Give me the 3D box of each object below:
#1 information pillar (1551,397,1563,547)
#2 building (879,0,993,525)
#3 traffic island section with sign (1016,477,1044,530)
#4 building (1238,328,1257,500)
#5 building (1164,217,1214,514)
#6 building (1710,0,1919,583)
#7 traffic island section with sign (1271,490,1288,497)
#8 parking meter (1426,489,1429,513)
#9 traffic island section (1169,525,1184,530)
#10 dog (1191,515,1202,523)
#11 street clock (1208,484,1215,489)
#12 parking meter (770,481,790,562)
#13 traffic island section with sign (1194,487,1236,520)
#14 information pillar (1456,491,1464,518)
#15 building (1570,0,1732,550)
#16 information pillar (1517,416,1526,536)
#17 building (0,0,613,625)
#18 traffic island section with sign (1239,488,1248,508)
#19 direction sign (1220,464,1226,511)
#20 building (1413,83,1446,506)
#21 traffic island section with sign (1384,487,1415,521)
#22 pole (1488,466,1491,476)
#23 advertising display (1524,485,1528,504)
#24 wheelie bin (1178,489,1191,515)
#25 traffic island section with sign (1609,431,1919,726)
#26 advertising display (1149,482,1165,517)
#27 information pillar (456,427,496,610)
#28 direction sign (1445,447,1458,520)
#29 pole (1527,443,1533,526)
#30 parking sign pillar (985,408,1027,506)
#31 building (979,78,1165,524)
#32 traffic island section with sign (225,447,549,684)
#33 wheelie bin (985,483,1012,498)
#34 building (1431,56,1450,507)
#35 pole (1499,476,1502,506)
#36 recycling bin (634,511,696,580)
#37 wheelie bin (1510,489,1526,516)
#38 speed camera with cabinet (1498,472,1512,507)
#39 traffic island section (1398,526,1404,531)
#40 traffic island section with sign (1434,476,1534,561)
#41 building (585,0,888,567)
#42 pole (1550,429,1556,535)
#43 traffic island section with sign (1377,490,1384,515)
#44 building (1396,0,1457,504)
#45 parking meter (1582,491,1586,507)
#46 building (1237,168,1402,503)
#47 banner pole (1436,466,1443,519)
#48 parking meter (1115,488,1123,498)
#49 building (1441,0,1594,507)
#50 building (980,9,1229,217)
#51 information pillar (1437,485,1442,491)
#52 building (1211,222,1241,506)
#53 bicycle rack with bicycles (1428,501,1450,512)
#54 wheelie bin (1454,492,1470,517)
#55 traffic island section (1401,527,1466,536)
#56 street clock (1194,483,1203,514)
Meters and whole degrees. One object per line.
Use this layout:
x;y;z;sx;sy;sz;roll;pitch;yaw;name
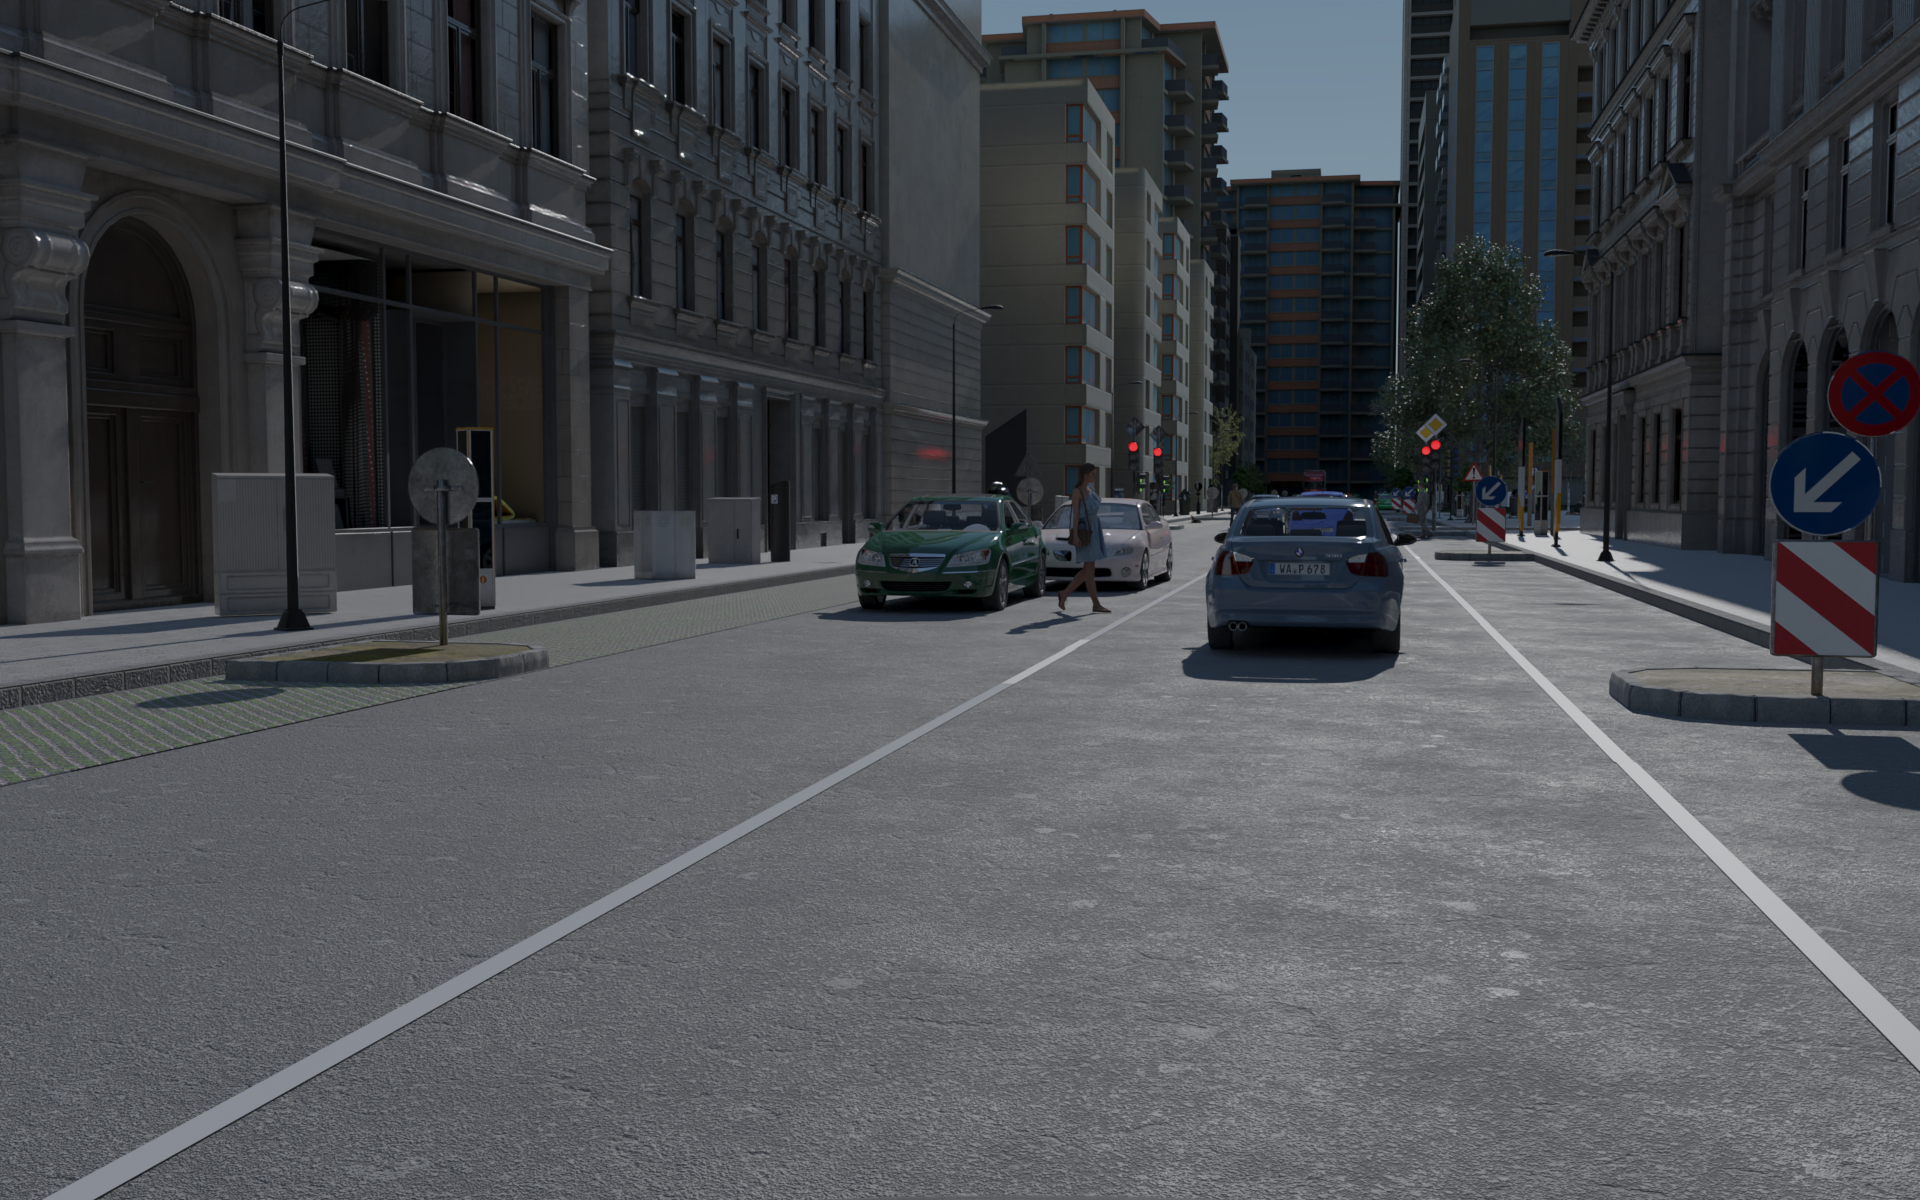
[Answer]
14.425;-3.084;41.773;0.183;3.616;0.504;1;4;10;information pillar
-16.868;-14.572;57.344;34.723;24.649;14.460;1;4;13;building
1.605;-1.959;40.651;1.989;1.847;2.006;1;4;13;traffic island section with sign
19.865;-22.095;206.300;28.899;21.520;27.650;1;4;13;building
3.234;-17.138;125.252;27.650;21.520;28.899;1;4;13;building
19.716;-11.184;24.663;13.314;21.916;24.055;1;4;13;building
30.880;-9.854;169.732;1.989;1.847;2.006;1;4;13;traffic island section with sign
32.414;-7.029;120.627;0.399;1.863;0.255;2;4;33;parking meter
8.038;-2.952;70.543;2.009;0.180;2.903;1;4;13;traffic island section
11.486;-3.925;84.374;0.550;0.427;0.748;-2;4;-33;dog
18.992;-7.721;130.815;0.471;2.002;0.358;0;3;0;street clock
-3.407;-1.494;32.831;0.372;1.533;0.369;0;3;0;parking meter
13.836;-5.257;94.583;1.989;1.847;2.006;1;4;13;traffic island section with sign
27.200;-5.485;94.167;0.304;2.012;0.304;2;4;31;information pillar
23.058;-11.140;46.765;10.561;19.102;19.286;1;4;13;building
17.032;-3.741;52.520;0.183;3.616;0.504;0;4;5;information pillar
-14.855;-9.766;10.579;10.553;20.767;40.483;1;4;13;building
19.830;-6.876;121.043;1.989;1.847;2.006;1;4;13;traffic island section with sign
19.791;-8.467;130.436;0.379;3.537;0.876;-1;4;-19;direction sign
63.345;-35.085;197.343;21.300;48.544;21.600;1;4;13;building
23.877;-5.141;92.680;1.989;1.847;2.006;1;4;13;traffic island section with sign
37.489;-7.879;122.662;0.158;3.312;0.155;0;3;0;pole
40.153;-7.127;121.742;0.974;1.923;0.123;2;4;35;advertising display
13.672;-5.958;105.316;0.693;1.594;0.980;-1;4;-10;wheelie bin
5.534;-0.191;11.743;1.989;1.847;2.006;1;4;13;traffic island section with sign
10.643;-5.401;93.525;0.974;1.923;0.123;3;5;43;advertising display
-5.371;-0.901;19.227;0.304;2.012;0.304;-3;5;-41;information pillar
23.864;-5.636;84.139;0.876;3.537;0.379;-2;4;-32;direction sign
22.678;-4.590;68.889;0.158;3.312;0.155;0;3;0;pole
1.447;-4.048;54.664;1.447;3.967;1.447;0;4;1;parking sign pillar
-5.004;-14.943;89.352;27.650;21.520;28.899;1;4;13;building
-4.446;-0.326;13.956;1.989;1.847;2.006;1;4;13;traffic island section with sign
1.025;-2.461;48.153;0.693;1.594;0.980;2;4;29;wheelie bin
58.826;-33.767;171.702;23.786;49.044;30.456;1;4;13;building
39.015;-8.023;125.018;0.158;3.312;0.155;0;3;0;pole
-4.476;-0.838;26.250;0.722;1.027;0.722;-2;4;-35;recycling bin
32.614;-5.705;101.190;0.980;1.594;0.693;-1;4;-15;wheelie bin
41.158;-8.352;130.896;0.660;3.252;2.038;-1;4;-9;speed camera with cabinet
18.318;-2.809;68.216;2.009;0.180;2.903;1;4;13;traffic island section
11.483;-1.799;38.036;1.989;1.847;2.006;1;4;13;traffic island section with sign
-8.599;-11.635;39.390;9.793;20.994;18.267;1;4;13;building
18.667;-3.703;54.391;0.158;3.312;0.155;0;3;0;pole
29.897;-6.765;119.227;1.989;1.847;2.006;1;4;13;traffic island section with sign
69.388;-48.508;231.359;20.611;71.187;20.563;1;4;13;building
45.136;-7.139;125.125;0.372;1.533;0.369;0;3;0;parking meter
44.980;-35.582;236.385;28.867;44.769;22.147;1;4;13;building
25.140;-6.156;90.663;0.401;3.779;0.863;1;4;17;banner pole
6.732;-3.971;73.341;0.372;1.533;0.369;0;3;0;parking meter
49.848;-30.621;150.760;14.600;45.320;14.200;1;4;13;building
13.238;-30.989;161.293;22.147;44.769;28.867;1;4;13;building
37.671;-8.052;136.149;0.304;2.012;0.304;-1;4;-19;information pillar
21.848;-25.081;181.775;14.160;30.474;14.107;1;4;13;building
35.410;-6.965;127.255;2.925;0.926;2.852;0;4;-4;bicycle rack with bicycles
27.962;-5.414;96.420;0.980;1.594;0.693;-3;5;-42;wheelie bin
16.553;-2.333;60.428;2.009;0.180;2.903;1;4;13;traffic island section
14.991;-6.381;108.903;0.471;2.002;0.358;-1;4;-22;street clock
